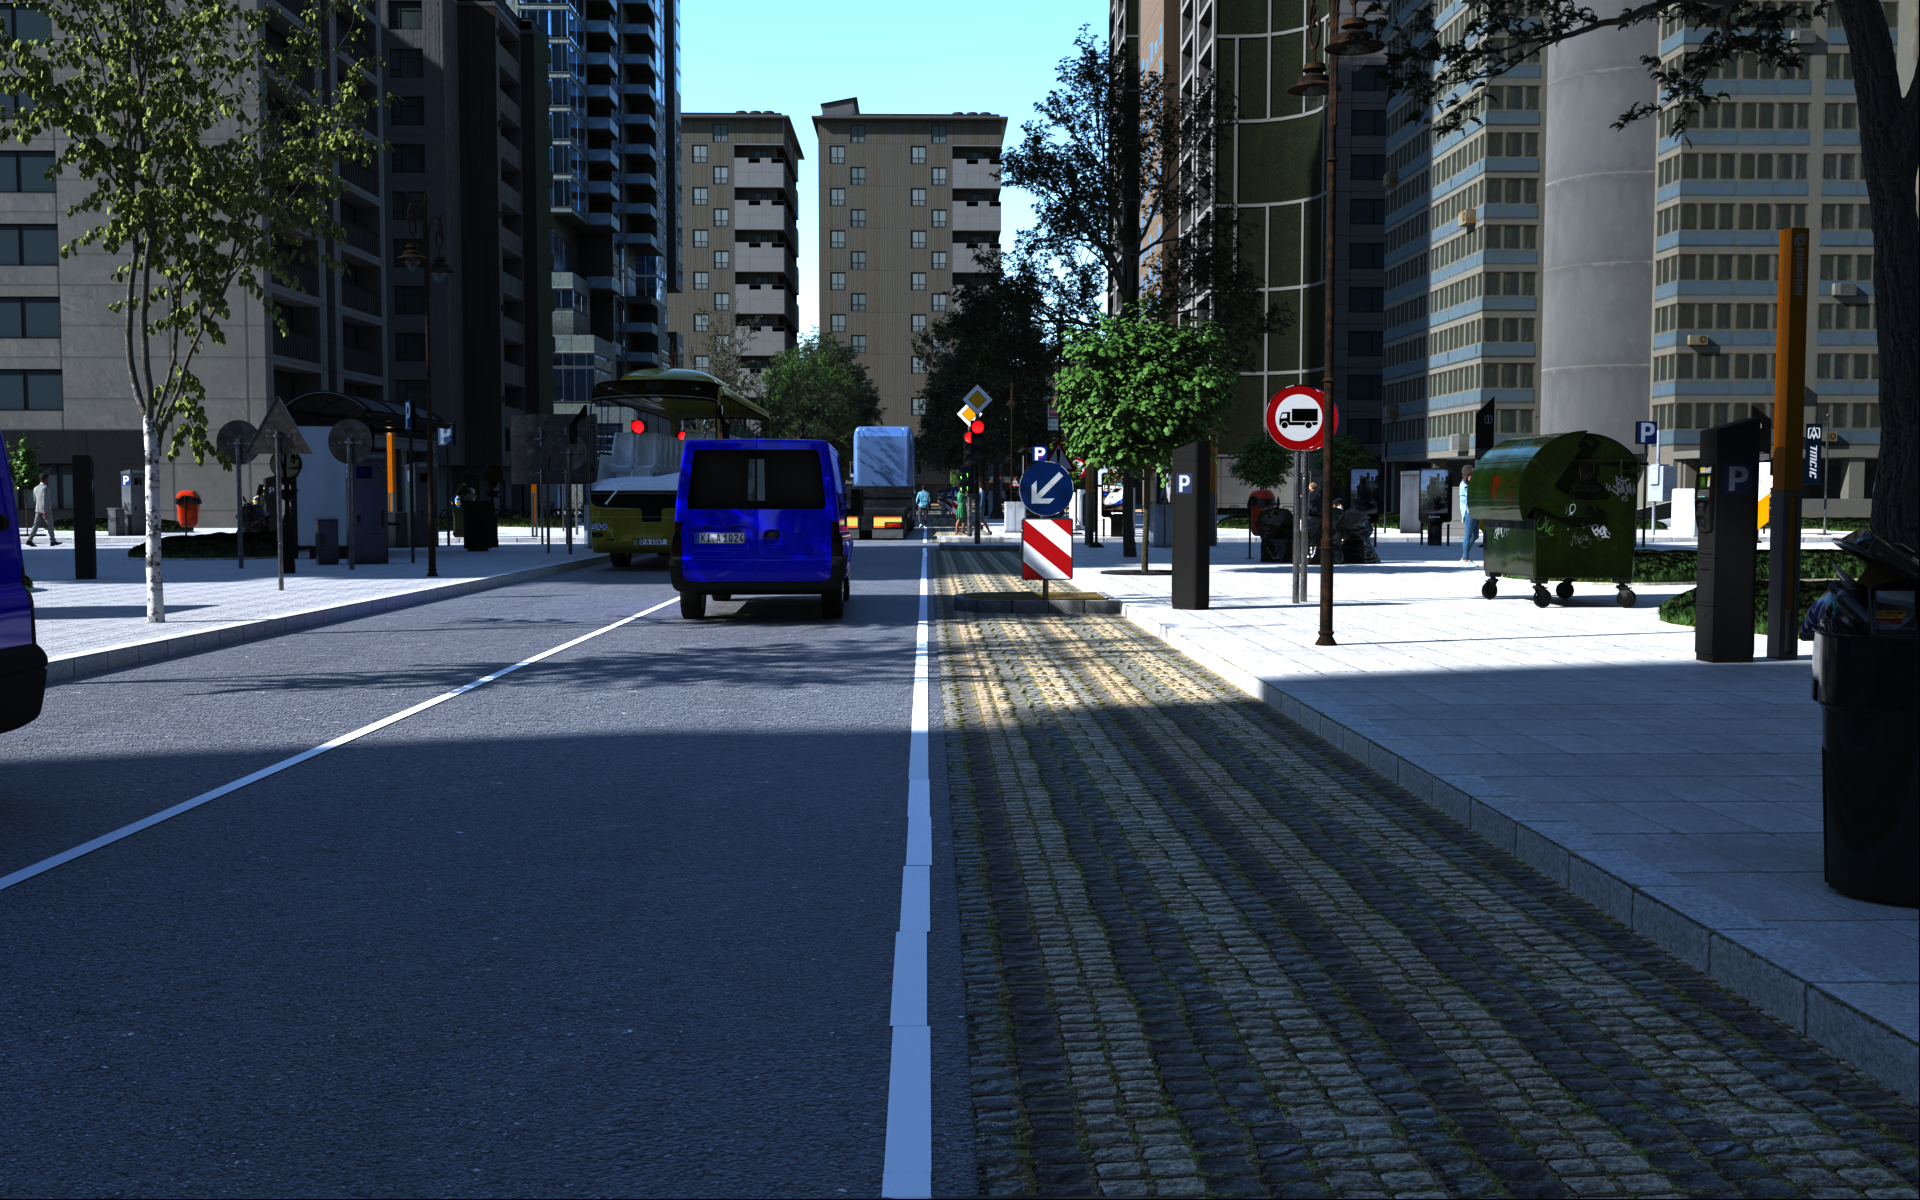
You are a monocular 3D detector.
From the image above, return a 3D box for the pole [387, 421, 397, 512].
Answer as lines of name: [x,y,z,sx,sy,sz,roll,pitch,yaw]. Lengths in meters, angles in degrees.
pole: [-14.698,-3.117,44.800,0.158,3.312,0.155,0,3,0]

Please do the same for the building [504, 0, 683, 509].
building: [-40.868,-52.796,175.879,31.000,86.520,22.319,0,4,-1]

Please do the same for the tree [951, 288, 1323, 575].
tree: [2.943,-2.696,27.791,4.285,4.588,4.351,0,3,0]

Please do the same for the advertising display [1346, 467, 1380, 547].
advertising display: [9.699,-2.232,41.705,0.974,1.923,0.123,-2,4,-31]

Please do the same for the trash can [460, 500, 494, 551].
trash can: [-10.853,-1.670,38.952,0.748,1.137,0.748,0,3,0]

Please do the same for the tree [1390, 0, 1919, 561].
tree: [3.997,-4.435,6.924,8.767,10.594,7.601,2,4,29]

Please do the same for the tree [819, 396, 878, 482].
tree: [-12.217,-16.530,180.634,12.009,13.543,11.850,0,3,0]

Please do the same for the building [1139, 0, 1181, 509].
building: [21.971,-29.799,137.318,14.600,45.320,14.200,0,4,-1]

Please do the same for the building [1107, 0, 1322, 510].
building: [24.315,-45.270,178.423,20.563,71.187,20.611,0,4,-1]

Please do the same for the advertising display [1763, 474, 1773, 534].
advertising display: [26.373,-3.097,55.848,0.123,1.923,0.974,-3,5,-40]

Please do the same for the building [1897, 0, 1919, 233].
building: [27.213,-24.179,19.023,21.300,48.544,21.600,0,4,-1]

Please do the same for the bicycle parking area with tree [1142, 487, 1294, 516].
bicycle parking area with tree: [14.327,-6.723,96.917,8.231,4.147,9.016,0,4,6]

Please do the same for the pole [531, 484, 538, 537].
pole: [-12.708,-3.537,51.671,0.158,3.312,0.155,0,3,0]

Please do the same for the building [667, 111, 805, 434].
building: [-33.819,-39.678,237.972,27.495,52.752,28.713,0,4,-1]

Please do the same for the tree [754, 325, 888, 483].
tree: [-11.066,-13.818,132.576,9.857,13.997,8.962,0,3,0]

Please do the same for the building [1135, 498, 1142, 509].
building: [30.448,-28.461,157.223,32.217,40.220,23.993,0,4,-1]

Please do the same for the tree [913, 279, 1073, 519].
tree: [1.818,-10.581,90.008,9.611,12.733,9.660,0,3,0]

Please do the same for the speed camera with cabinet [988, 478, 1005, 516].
speed camera with cabinet: [2.128,-6.497,100.556,0.660,3.252,2.038,1,4,13]

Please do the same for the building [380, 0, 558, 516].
building: [-31.981,-20.089,100.154,14.160,30.474,14.107,0,4,-1]

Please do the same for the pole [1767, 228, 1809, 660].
pole: [6.412,-1.197,13.410,0.158,3.312,0.155,0,3,0]

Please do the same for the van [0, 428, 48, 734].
van: [-5.182,-0.065,5.449,2.240,2.365,5.245,0,4,0]

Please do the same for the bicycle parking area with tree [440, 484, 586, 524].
bicycle parking area with tree: [-18.625,-5.485,76.683,9.016,4.147,8.231,1,4,18]

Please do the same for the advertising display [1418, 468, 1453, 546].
advertising display: [11.822,-2.316,43.084,0.123,1.923,0.974,-2,4,-33]

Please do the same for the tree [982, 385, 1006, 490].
tree: [1.461,-9.608,107.451,4.737,8.622,4.395,0,3,0]

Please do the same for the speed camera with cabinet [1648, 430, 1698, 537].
speed camera with cabinet: [21.993,-3.590,53.025,0.660,3.252,2.038,-1,4,-19]

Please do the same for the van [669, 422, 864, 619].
van: [-2.343,-1.051,21.568,2.240,2.365,5.245,0,4,-2]

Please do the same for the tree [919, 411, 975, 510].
tree: [1.638,-14.246,143.295,12.009,13.543,11.850,0,3,0]

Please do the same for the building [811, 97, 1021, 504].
building: [-5.639,-39.726,238.758,27.495,52.752,28.713,0,4,-1]

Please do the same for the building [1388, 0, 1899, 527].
building: [34.258,-23.845,81.742,23.993,40.220,32.217,0,4,-1]

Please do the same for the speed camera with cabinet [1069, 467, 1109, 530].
speed camera with cabinet: [4.876,-4.164,62.424,2.038,3.252,0.660,-3,5,-39]

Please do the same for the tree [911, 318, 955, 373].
tree: [2.274,-19.048,167.328,12.611,20.169,13.585,0,3,0]

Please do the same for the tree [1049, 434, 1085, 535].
tree: [3.432,-3.713,55.311,1.663,3.219,1.824,0,3,0]

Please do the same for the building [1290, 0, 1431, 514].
building: [24.277,-41.471,116.305,20.563,71.187,20.611,0,4,-1]

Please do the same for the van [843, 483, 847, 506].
van: [-6.704,-5.130,88.260,2.240,2.365,5.245,0,4,-2]

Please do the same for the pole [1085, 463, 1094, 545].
pole: [3.256,-3.041,43.572,0.158,3.312,0.155,0,3,0]

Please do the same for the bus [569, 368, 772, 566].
bus: [-5.810,-2.812,37.530,2.896,3.916,12.252,0,4,-2]

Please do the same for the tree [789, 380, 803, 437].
tree: [-10.866,-8.954,96.759,4.360,8.622,3.978,0,3,0]

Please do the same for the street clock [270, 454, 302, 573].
street clock: [-10.882,-1.434,28.019,0.471,2.002,0.358,-1,4,-15]

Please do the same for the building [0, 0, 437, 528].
building: [-34.344,-38.856,73.549,20.563,71.187,20.611,0,4,-1]

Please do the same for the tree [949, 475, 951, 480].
tree: [0.554,-11.878,177.917,4.285,4.588,4.351,0,3,0]

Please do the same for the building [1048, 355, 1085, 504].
building: [22.569,-24.121,239.422,28.899,21.520,27.650,0,4,-1]

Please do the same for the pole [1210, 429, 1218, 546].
pole: [6.262,-2.993,42.780,0.158,3.312,0.155,0,3,0]

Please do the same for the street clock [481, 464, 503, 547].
street clock: [-11.279,-2.276,41.776,0.358,2.002,0.471,3,5,44]

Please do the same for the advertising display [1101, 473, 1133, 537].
advertising display: [4.712,-2.854,51.879,0.974,1.923,0.123,2,4,25]
